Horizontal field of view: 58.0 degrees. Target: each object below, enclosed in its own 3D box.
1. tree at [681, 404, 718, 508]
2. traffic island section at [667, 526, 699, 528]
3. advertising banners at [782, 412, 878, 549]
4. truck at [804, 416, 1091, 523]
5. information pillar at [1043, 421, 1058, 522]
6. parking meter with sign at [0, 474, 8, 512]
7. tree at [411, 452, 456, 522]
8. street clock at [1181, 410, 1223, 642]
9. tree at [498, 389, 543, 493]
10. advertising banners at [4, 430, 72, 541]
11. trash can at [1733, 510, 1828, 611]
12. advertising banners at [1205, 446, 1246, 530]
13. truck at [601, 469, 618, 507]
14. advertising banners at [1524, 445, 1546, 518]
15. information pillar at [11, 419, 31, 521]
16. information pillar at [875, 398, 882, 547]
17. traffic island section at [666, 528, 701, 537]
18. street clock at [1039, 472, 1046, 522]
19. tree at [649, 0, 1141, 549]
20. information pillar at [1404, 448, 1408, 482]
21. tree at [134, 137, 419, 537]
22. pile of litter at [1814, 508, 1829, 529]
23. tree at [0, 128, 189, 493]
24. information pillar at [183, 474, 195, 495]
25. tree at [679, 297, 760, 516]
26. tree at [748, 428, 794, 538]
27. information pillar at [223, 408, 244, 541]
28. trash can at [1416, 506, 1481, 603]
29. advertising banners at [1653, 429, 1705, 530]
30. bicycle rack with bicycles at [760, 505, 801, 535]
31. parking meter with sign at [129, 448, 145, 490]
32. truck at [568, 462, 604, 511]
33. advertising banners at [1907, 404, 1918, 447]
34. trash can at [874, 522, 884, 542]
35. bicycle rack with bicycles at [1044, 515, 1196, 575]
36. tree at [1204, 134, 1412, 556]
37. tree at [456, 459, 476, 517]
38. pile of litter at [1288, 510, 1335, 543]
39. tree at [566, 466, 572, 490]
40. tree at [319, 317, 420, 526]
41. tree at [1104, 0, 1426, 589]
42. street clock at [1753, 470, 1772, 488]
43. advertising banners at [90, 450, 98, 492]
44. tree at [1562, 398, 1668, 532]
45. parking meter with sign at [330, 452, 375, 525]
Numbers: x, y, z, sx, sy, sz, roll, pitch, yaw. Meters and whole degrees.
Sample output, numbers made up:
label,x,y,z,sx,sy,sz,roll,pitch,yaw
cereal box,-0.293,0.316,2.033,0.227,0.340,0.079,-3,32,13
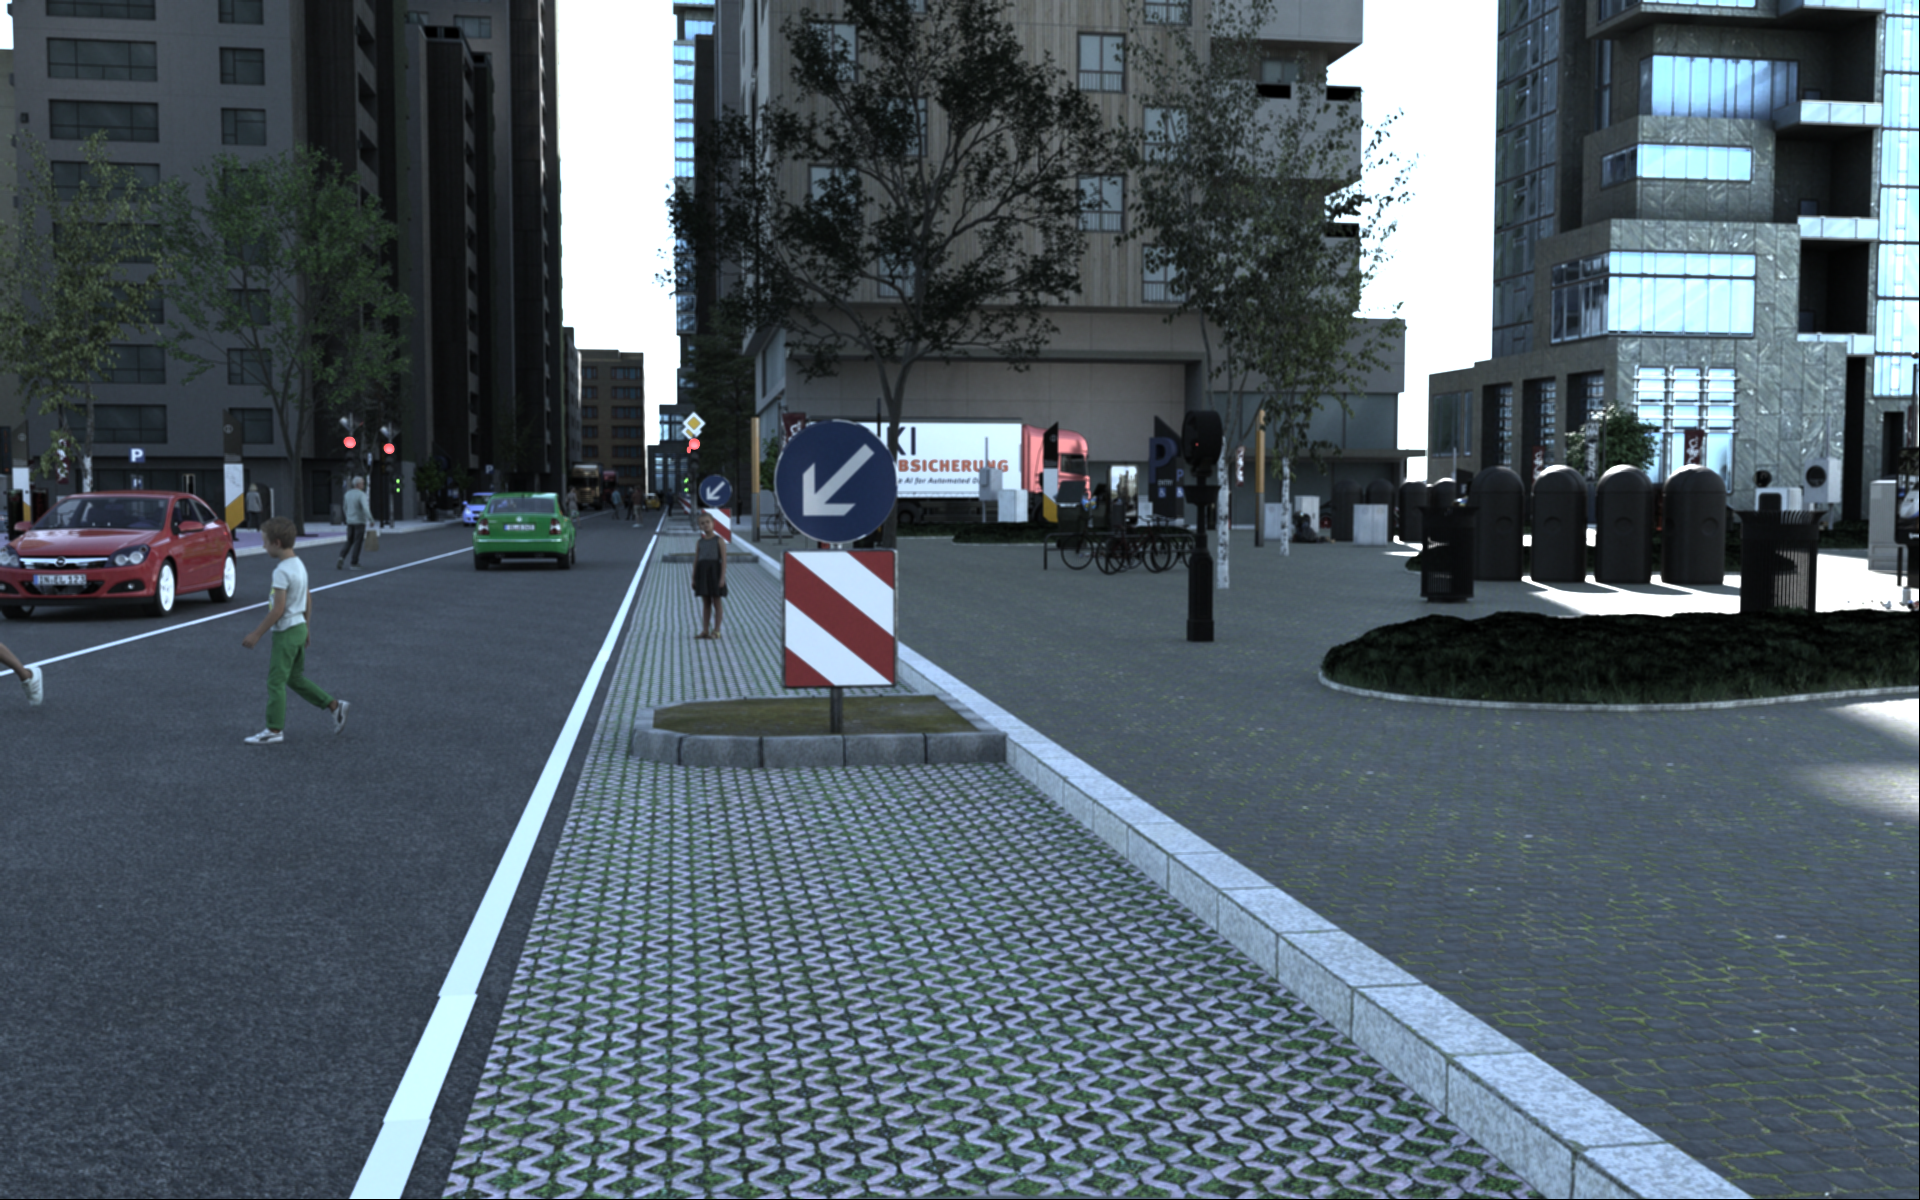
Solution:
label,x,y,z,sx,sy,sz,roll,pitch,yaw
tree,-19.768,-11.387,136.538,4.737,8.622,4.395,0,3,0
traffic island section,-10.346,-2.743,67.129,2.009,0.180,2.903,-1,4,-9
advertising banners,-2.786,-2.503,37.107,2.074,3.025,0.090,0,4,5
truck,-0.153,-4.626,64.546,11.283,4.237,2.839,-1,4,-11
information pillar,2.922,-3.927,55.565,0.504,3.616,0.183,0,4,2
parking meter with sign,-37.360,-4.339,67.197,0.543,3.016,1.738,2,4,34
tree,-24.541,-5.230,80.104,1.663,3.219,1.824,0,3,0
street clock,2.098,-0.642,15.064,0.358,2.002,0.471,-1,4,-10
tree,-31.697,-10.484,121.768,4.737,8.622,4.395,0,3,0
advertising banners,-25.120,-3.121,47.223,2.074,3.025,0.090,1,4,9
trash can,7.111,-0.208,15.048,0.748,1.137,0.748,0,3,0
advertising banners,9.545,-4.036,62.184,2.074,3.025,0.090,-3,4,-37
truck,-39.549,-12.524,193.682,2.839,4.237,11.283,-1,4,-10
advertising banners,19.977,-4.028,62.041,2.074,3.025,0.090,0,4,-7
information pillar,-29.471,-3.855,54.392,0.504,3.616,0.183,0,4,-4
information pillar,-1.960,-3.093,41.931,0.183,3.616,0.504,0,4,-3
traffic island section,-9.041,-2.261,59.251,2.009,0.180,2.903,-1,4,-9
street clock,2.778,-3.246,57.639,0.358,2.002,0.471,1,4,12
tree,-1.277,-5.789,29.067,8.767,10.594,7.601,0,4,4
information pillar,22.484,-5.905,87.900,0.504,3.616,0.183,3,4,37
tree,-20.101,-7.715,51.893,9.928,11.665,9.643,0,3,0
pile of litter,31.045,-2.972,62.563,1.719,0.858,1.176,-2,4,-31
tree,-17.560,-5.123,34.123,4.737,8.622,4.395,0,3,0
information pillar,-28.872,-3.694,64.882,0.304,2.012,0.304,3,4,38
tree,-12.642,-11.100,99.608,7.486,12.596,7.792,0,3,0
tree,-5.499,-3.450,51.013,1.663,3.219,1.824,0,3,0
information pillar,-19.881,-3.426,47.373,0.504,3.616,0.183,0,4,-8
trash can,5.790,-0.545,20.557,0.748,1.137,0.748,0,3,0
advertising banners,19.103,-3.114,47.105,2.074,3.025,0.090,1,4,20
bicycle rack with bicycles,-5.106,-2.625,56.295,2.925,0.926,2.852,-3,5,-44
parking meter with sign,-31.538,-4.293,66.453,0.543,3.016,1.738,-2,4,-25
truck,-33.008,-10.063,153.447,2.839,4.237,11.283,-1,4,-10
advertising banners,18.779,-2.359,34.755,0.090,3.025,2.074,1,4,9
trash can,-2.142,-2.115,46.241,0.748,1.137,0.748,0,3,0
bicycle rack with bicycles,2.861,-0.956,29.012,2.925,0.926,2.852,-2,4,-30
tree,7.018,-5.240,36.034,4.737,8.622,4.395,0,3,0
tree,-28.023,-6.231,96.479,1.663,3.219,1.824,0,3,0
pile of litter,9.228,-1.945,45.761,1.176,0.858,1.719,-1,4,-9
tree,-42.343,-12.242,183.869,4.285,4.588,4.351,0,3,0
tree,-23.611,-7.250,68.907,4.360,8.622,3.978,0,3,0
tree,3.673,-4.449,23.104,4.360,8.622,3.978,0,3,0
street clock,24.574,-2.967,53.086,0.358,2.002,0.471,-3,5,-42
advertising banners,-33.578,-4.350,67.304,0.090,3.025,2.074,-3,5,-39
tree,22.389,-4.610,59.089,4.285,4.588,4.351,0,3,0
parking meter with sign,-25.336,-4.643,72.178,1.738,3.016,0.543,-3,4,-38
